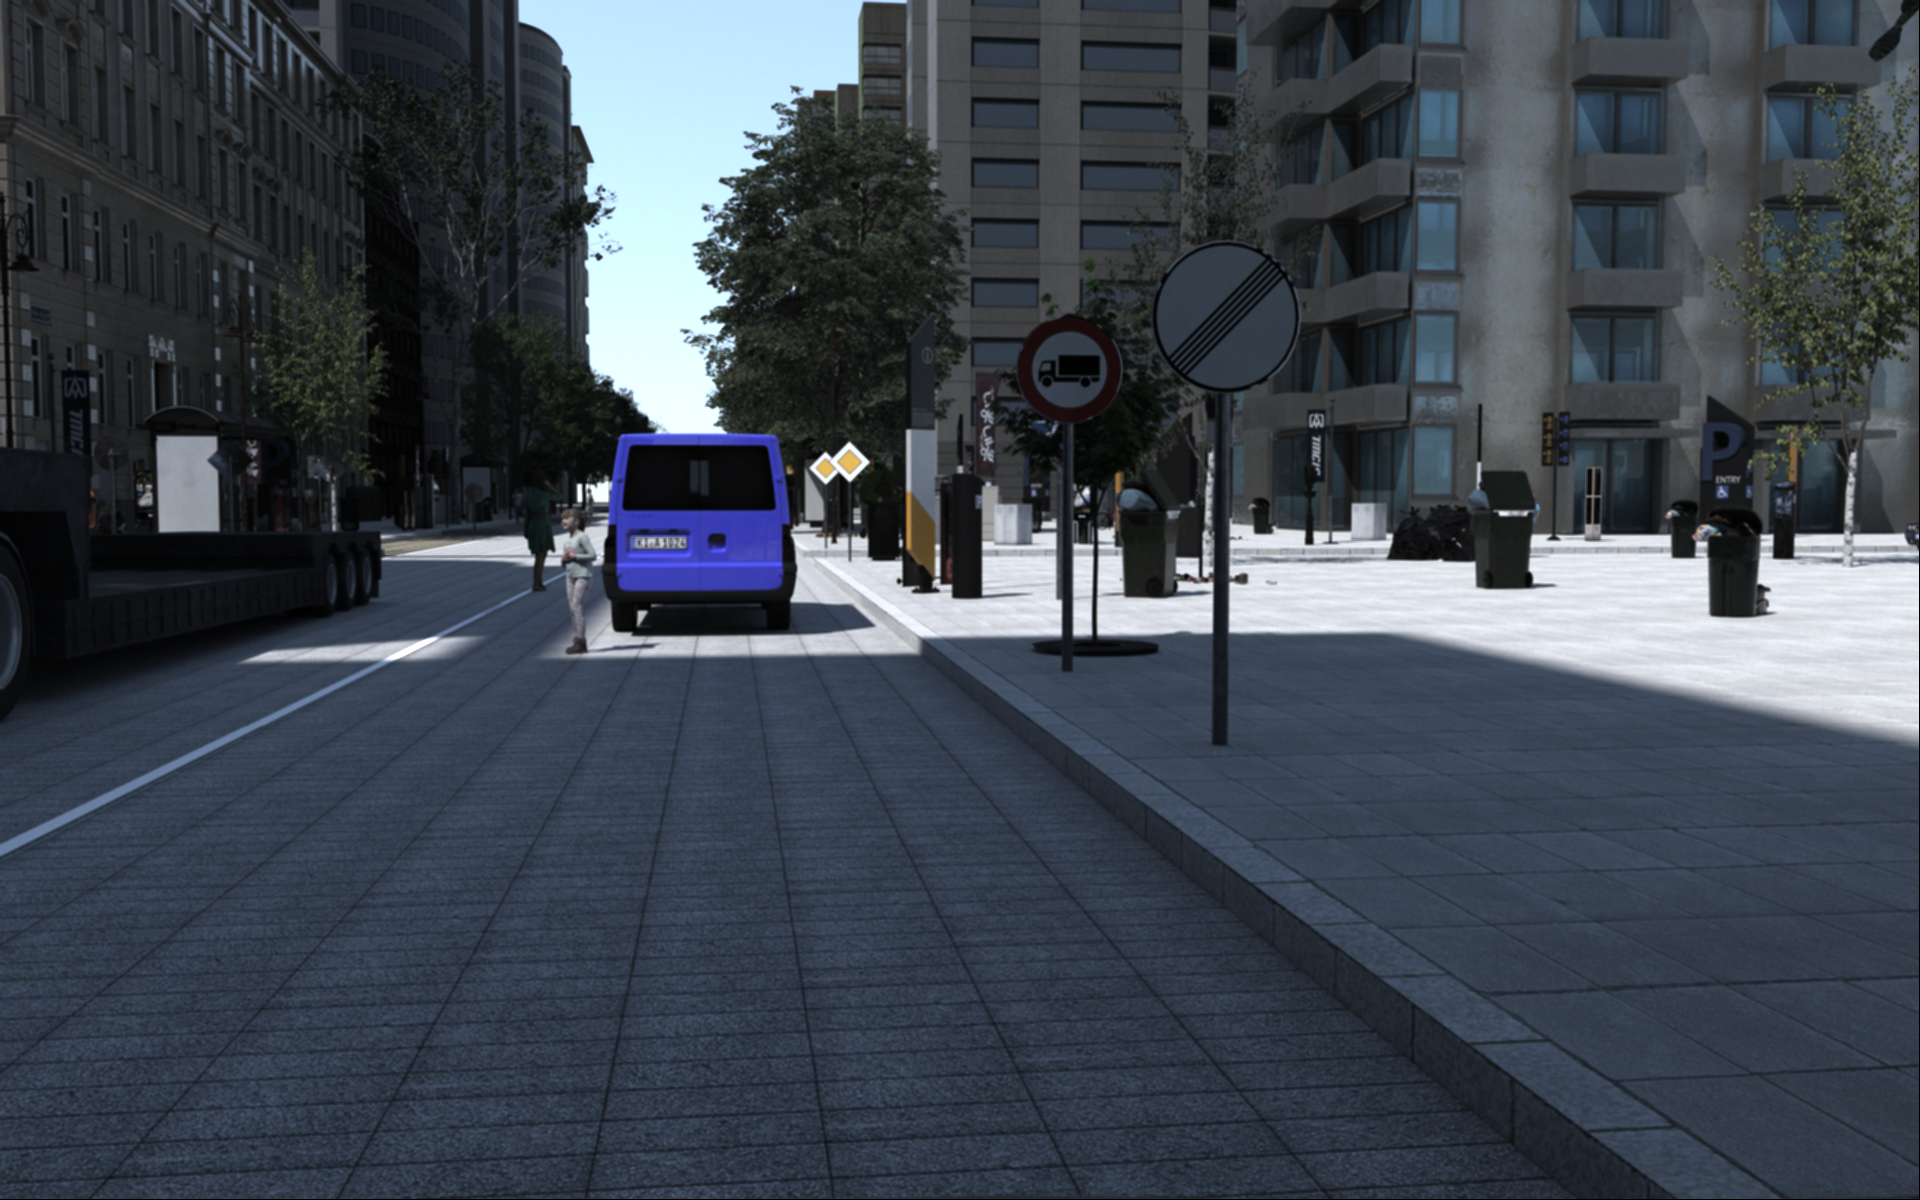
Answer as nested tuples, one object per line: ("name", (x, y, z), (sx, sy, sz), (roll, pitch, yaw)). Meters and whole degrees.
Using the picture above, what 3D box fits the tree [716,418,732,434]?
("tree", (-20.300, -16.482, 179.847), (12.009, 13.543, 11.850), (0, 3, 0))

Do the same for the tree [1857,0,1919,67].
("tree", (3.211, -1.180, 3.008), (4.285, 4.588, 4.351), (0, 3, 0))

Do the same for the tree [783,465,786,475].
("tree", (-10.275, -6.196, 95.910), (1.663, 3.219, 1.824), (0, 3, 0))

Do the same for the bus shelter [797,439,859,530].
("bus shelter", (-4.889, -4.282, 63.939), (2.014, 3.302, 5.546), (0, 4, -8))

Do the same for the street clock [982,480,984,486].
("street clock", (0.987, -5.035, 86.886), (0.471, 2.002, 0.358), (0, 4, -2))

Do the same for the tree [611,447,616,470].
("tree", (-36.718, -14.592, 188.944), (4.360, 8.622, 3.978), (0, 3, 0))

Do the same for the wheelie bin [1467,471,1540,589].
("wheelie bin", (7.371, -0.962, 23.630), (0.980, 1.594, 0.693), (0, 4, -8))

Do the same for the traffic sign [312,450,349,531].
("traffic sign", (-14.253, -2.178, 39.253), (0.795, 2.450, 0.064), (0, 4, -8))

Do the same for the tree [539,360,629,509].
("tree", (-32.044, -13.998, 146.999), (7.486, 12.596, 7.792), (0, 3, 0))

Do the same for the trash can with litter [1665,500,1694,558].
("trash can with litter", (14.583, -1.445, 35.012), (0.624, 1.170, 1.055), (1, 4, 22))

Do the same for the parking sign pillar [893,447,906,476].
("parking sign pillar", (-1.941, -4.695, 65.243), (1.447, 3.967, 1.447), (3, 5, 44))

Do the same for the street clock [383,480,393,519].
("street clock", (-29.916, -5.264, 90.631), (0.358, 2.002, 0.471), (2, 4, 26))

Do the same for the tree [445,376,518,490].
("tree", (-30.066, -9.693, 108.842), (4.737, 8.622, 4.395), (0, 3, 0))

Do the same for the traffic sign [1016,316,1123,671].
("traffic sign", (0.779, -0.757, 12.483), (0.768, 2.556, 0.104), (0, 4, -5))

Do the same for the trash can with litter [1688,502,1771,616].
("trash can with litter", (8.220, -0.428, 18.383), (0.624, 1.170, 1.055), (3, 4, 37))

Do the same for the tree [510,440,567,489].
("tree", (-25.494, -7.400, 104.709), (4.285, 4.588, 4.351), (0, 3, 0))

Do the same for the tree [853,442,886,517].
("tree", (-5.526, -7.051, 99.003), (4.285, 4.588, 4.351), (0, 3, 0))

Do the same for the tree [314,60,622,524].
("tree", (-20.569, -13.343, 74.045), (12.611, 20.169, 13.585), (0, 3, 0))

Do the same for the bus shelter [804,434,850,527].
("bus shelter", (-5.450, -4.867, 70.866), (1.731, 3.624, 6.357), (0, 4, -8))

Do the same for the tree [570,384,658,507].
("tree", (-35.421, -15.931, 177.476), (9.611, 12.733, 9.660), (0, 3, 0))

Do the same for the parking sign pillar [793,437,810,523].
("parking sign pillar", (-7.114, -5.424, 77.148), (1.447, 3.967, 1.447), (-1, 4, -15))

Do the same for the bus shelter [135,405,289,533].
("bus shelter", (-18.121, -2.959, 42.305), (2.014, 3.302, 5.546), (0, 4, -7))

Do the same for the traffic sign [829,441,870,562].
("traffic sign", (-2.090, -1.784, 32.806), (0.795, 2.450, 0.064), (0, 4, -8))

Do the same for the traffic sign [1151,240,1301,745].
("traffic sign", (1.332, -0.532, 8.800), (0.768, 2.556, 0.104), (0, 4, -6))

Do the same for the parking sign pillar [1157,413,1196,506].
("parking sign pillar", (7.222, -4.244, 57.869), (1.447, 3.967, 1.447), (3, 4, 39))

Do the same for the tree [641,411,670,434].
("tree", (-46.533, -21.160, 256.335), (12.009, 13.543, 11.850), (0, 3, 0))

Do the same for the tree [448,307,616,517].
("tree", (-24.688, -10.472, 96.973), (9.928, 11.665, 9.643), (0, 3, 0))

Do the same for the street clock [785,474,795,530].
("street clock", (-6.156, -3.553, 62.662), (0.358, 2.002, 0.471), (-2, 4, -27))

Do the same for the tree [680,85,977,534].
("tree", (-4.046, -9.113, 55.649), (9.857, 13.997, 8.962), (0, 3, 0))

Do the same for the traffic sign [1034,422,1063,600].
("traffic sign", (1.212, -1.276, 20.974), (0.768, 2.556, 0.104), (0, 4, 1))

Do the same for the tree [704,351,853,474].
("tree", (-10.772, -11.540, 105.687), (9.611, 12.733, 9.660), (0, 3, 0))

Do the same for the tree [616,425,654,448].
("tree", (-40.077, -16.901, 210.750), (8.767, 10.594, 7.601), (3, 5, 40))

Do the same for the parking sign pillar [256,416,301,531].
("parking sign pillar", (-23.453, -4.343, 59.484), (1.447, 3.967, 1.447), (1, 4, 11))

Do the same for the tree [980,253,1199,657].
("tree", (0.971, -1.193, 14.109), (1.663, 3.219, 1.824), (0, 3, 0))

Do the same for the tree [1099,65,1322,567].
("tree", (4.401, -4.907, 30.600), (4.360, 8.622, 3.978), (0, 3, 0))

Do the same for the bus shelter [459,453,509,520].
("bus shelter", (-24.479, -5.804, 88.816), (2.014, 3.302, 5.546), (0, 4, -8))

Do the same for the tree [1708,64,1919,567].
("tree", (15.608, -4.896, 30.410), (4.737, 8.622, 4.395), (0, 3, 0))

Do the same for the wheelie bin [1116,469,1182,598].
("wheelie bin", (2.341, -0.839, 21.634), (0.693, 1.594, 0.980), (2, 4, 24))

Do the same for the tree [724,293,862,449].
("tree", (-7.998, -9.759, 85.308), (9.928, 11.665, 9.643), (0, 3, 0))

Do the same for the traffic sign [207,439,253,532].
("traffic sign", (-13.188, -1.694, 31.339), (0.795, 2.450, 0.064), (0, 4, -8))

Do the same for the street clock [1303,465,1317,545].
("street clock", (8.833, -2.395, 43.736), (0.358, 2.002, 0.471), (0, 4, 2))

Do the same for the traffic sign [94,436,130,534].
("traffic sign", (-18.605, -2.319, 38.019), (0.768, 2.556, 0.104), (0, 4, -4))

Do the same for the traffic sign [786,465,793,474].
("traffic sign", (-11.910, -7.309, 113.368), (2.265, 3.308, 0.079), (0, 4, 1))

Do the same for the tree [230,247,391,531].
("tree", (-18.716, -6.182, 51.438), (4.737, 8.622, 4.395), (0, 3, 0))

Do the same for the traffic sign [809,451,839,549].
("traffic sign", (-3.155, -2.268, 40.720), (0.795, 2.450, 0.064), (0, 4, -8))

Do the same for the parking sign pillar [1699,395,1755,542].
("parking sign pillar", (20.738, -3.570, 46.846), (1.447, 3.967, 1.447), (-3, 4, -37))

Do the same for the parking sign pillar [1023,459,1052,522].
("parking sign pillar", (3.587, -5.660, 81.017), (1.447, 3.967, 1.447), (3, 5, 42))

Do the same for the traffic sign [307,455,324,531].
("traffic sign", (-16.746, -2.642, 45.321), (0.606, 2.300, 0.079), (0, 4, -6))

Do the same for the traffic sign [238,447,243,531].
("traffic sign", (-19.622, -2.879, 47.180), (0.768, 2.556, 0.104), (0, 4, 2))
